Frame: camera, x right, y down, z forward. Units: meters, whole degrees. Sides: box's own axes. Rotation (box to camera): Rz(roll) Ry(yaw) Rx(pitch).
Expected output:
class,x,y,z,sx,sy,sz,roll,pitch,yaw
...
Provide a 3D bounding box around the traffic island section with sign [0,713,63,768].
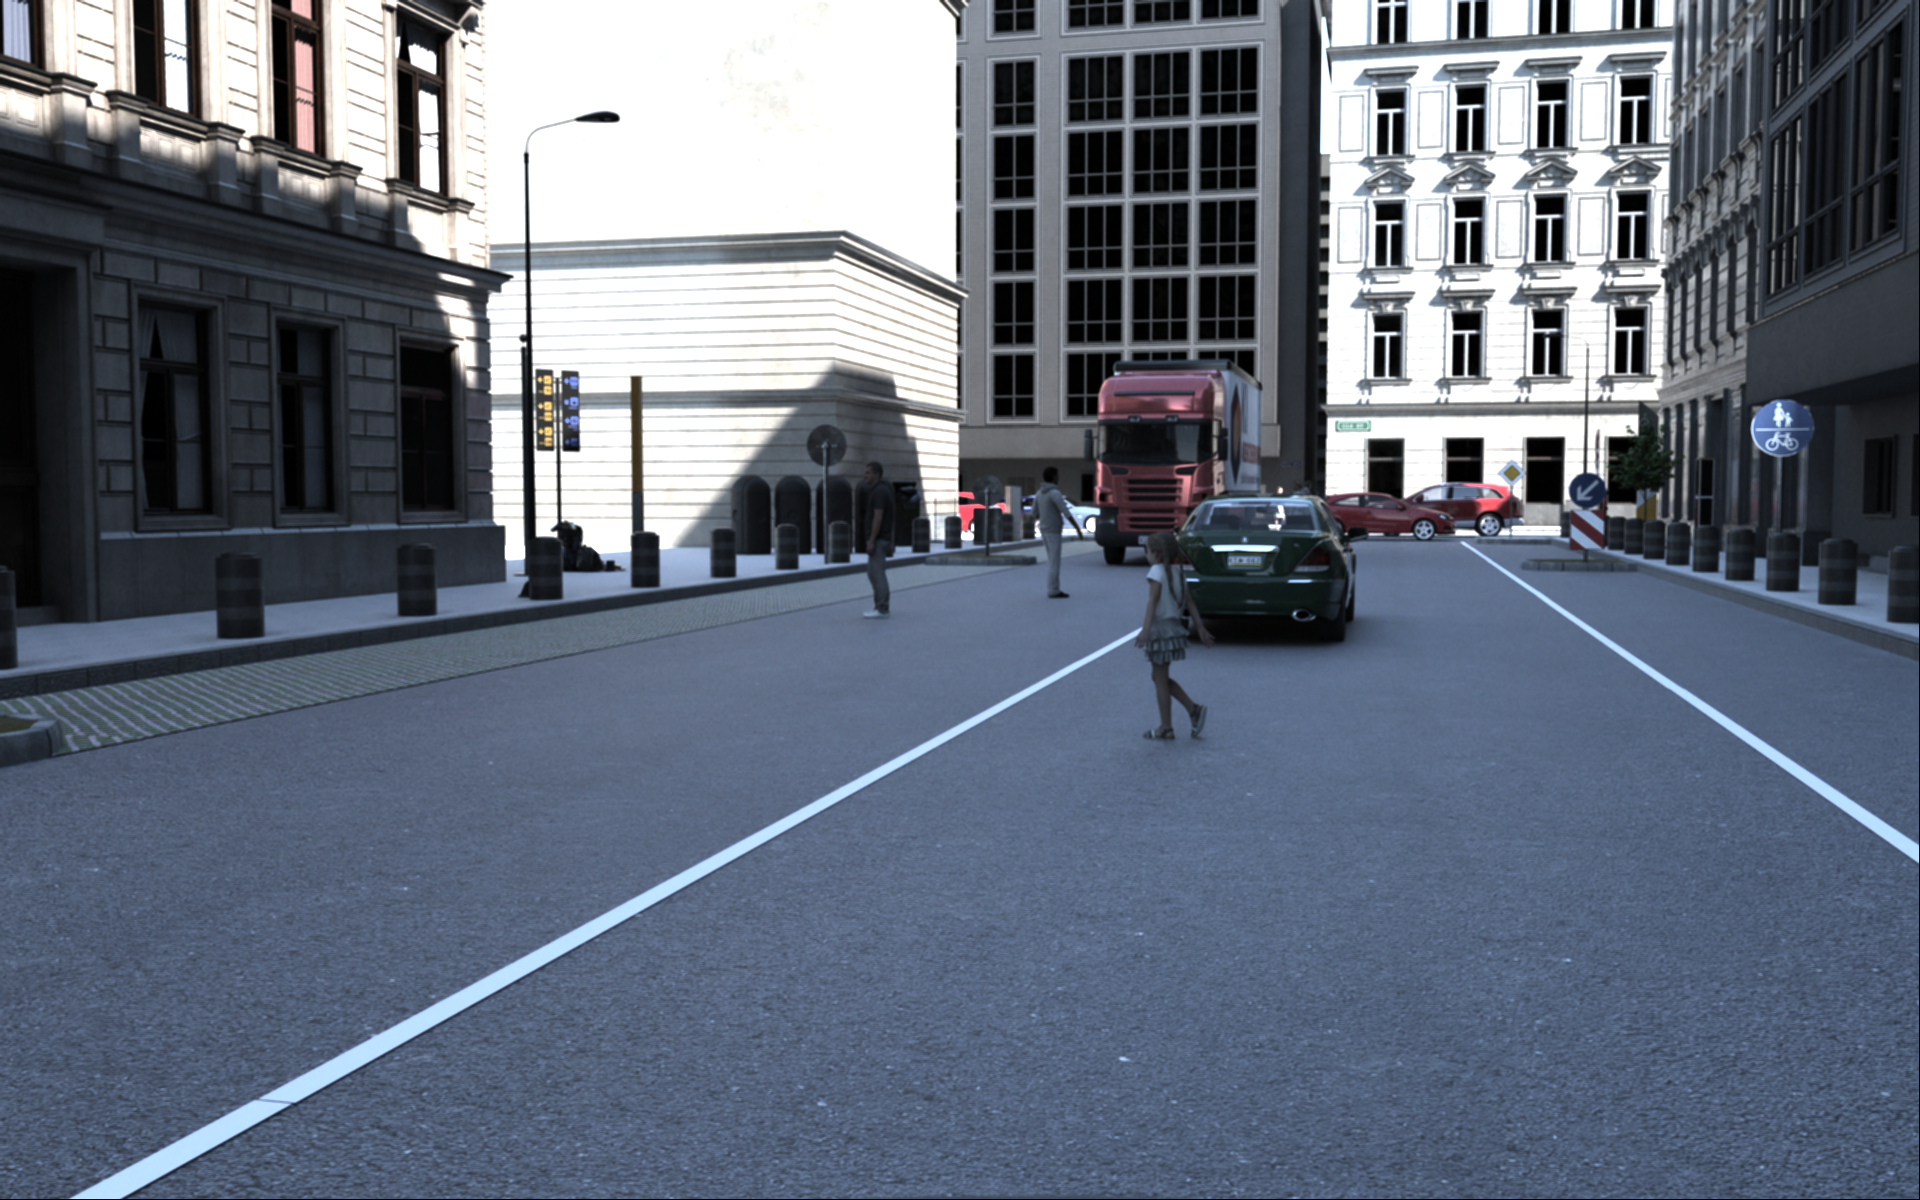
class,x,y,z,sx,sy,sz,roll,pitch,yaw
traffic island section with sign,-6.010,-0.032,9.152,1.989,1.847,2.006,1,4,14

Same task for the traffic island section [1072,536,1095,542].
class,x,y,z,sx,sy,sz,roll,pitch,yaw
traffic island section,4.679,-1.908,53.476,2.009,0.180,2.903,1,4,14

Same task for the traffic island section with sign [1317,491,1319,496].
class,x,y,z,sx,sy,sz,roll,pitch,yaw
traffic island section with sign,39.143,-11.116,190.367,1.989,1.847,2.006,1,4,14

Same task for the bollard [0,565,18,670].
class,x,y,z,sx,sy,sz,roll,pitch,yaw
bollard,-7.151,0.123,12.711,0.404,0.777,0.398,0,3,0

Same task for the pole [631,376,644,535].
class,x,y,z,sx,sy,sz,roll,pitch,yaw
pole,-5.581,-2.209,29.964,0.158,3.312,0.155,0,3,0

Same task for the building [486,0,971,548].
class,x,y,z,sx,sy,sz,roll,pitch,yaw
building,-17.673,-14.170,50.761,34.723,24.649,14.460,1,4,14

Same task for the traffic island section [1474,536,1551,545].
class,x,y,z,sx,sy,sz,roll,pitch,yaw
traffic island section,16.120,-1.734,50.631,2.009,0.180,2.903,1,4,14

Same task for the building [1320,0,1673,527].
class,x,y,z,sx,sy,sz,roll,pitch,yaw
building,37.359,-18.021,71.061,44.131,29.872,17.030,1,4,14

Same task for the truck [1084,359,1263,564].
class,x,y,z,sx,sy,sz,roll,pitch,yaw
truck,4.992,-3.033,38.505,2.839,4.237,11.283,1,4,15

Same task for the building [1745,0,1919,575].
class,x,y,z,sx,sy,sz,roll,pitch,yaw
building,17.766,-13.657,16.792,14.314,27.812,24.014,1,4,14

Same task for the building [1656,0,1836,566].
class,x,y,z,sx,sy,sz,roll,pitch,yaw
building,21.717,-11.536,37.762,9.793,20.994,18.267,1,4,14

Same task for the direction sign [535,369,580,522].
class,x,y,z,sx,sy,sz,roll,pitch,yaw
direction sign,-7.342,-2.427,31.684,0.876,3.537,0.379,-3,5,-43

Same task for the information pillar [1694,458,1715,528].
class,x,y,z,sx,sy,sz,roll,pitch,yaw
information pillar,15.160,-1.883,35.281,0.304,2.012,0.304,1,4,9

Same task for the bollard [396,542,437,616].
class,x,y,z,sx,sy,sz,roll,pitch,yaw
bollard,-5.748,-0.221,18.328,0.404,0.777,0.398,0,3,0

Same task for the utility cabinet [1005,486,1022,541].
class,x,y,z,sx,sy,sz,roll,pitch,yaw
utility cabinet,1.468,-2.369,47.408,0.318,1.500,1.173,0,4,-6

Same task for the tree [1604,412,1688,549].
class,x,y,z,sx,sy,sz,roll,pitch,yaw
tree,16.205,-2.837,40.988,1.663,3.219,1.824,0,3,0

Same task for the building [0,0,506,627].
class,x,y,z,sx,sy,sz,roll,pitch,yaw
building,-13.406,-9.328,17.138,10.561,19.102,19.286,1,4,14

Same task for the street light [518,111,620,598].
class,x,y,z,sx,sy,sz,roll,pitch,yaw
street light,-4.806,-2.982,21.300,1.470,5.913,1.316,1,4,14

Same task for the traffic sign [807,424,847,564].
class,x,y,z,sx,sy,sz,roll,pitch,yaw
traffic sign,-2.452,-1.934,31.733,0.768,2.556,0.104,1,4,15

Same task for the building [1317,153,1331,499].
class,x,y,z,sx,sy,sz,roll,pitch,yaw
building,46.350,-37.375,234.780,21.600,48.544,21.300,1,4,14

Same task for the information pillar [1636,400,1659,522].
class,x,y,z,sx,sy,sz,roll,pitch,yaw
information pillar,17.086,-3.164,43.087,0.504,3.616,0.183,1,4,21

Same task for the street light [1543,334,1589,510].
class,x,y,z,sx,sy,sz,roll,pitch,yaw
street light,17.553,-4.747,50.150,1.470,5.913,1.316,1,4,14

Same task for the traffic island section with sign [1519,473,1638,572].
class,x,y,z,sx,sy,sz,roll,pitch,yaw
traffic island section with sign,11.737,-1.488,32.964,1.989,1.847,2.006,1,4,14

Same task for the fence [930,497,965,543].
class,x,y,z,sx,sy,sz,roll,pitch,yaw
fence,-0.390,-2.173,46.725,0.480,1.192,2.264,1,4,15

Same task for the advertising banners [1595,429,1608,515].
class,x,y,z,sx,sy,sz,roll,pitch,yaw
advertising banners,17.046,-3.049,46.038,0.090,3.025,2.074,1,4,13

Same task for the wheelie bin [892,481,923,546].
class,x,y,z,sx,sy,sz,roll,pitch,yaw
wheelie bin,-1.342,-2.129,42.722,0.980,1.594,0.693,-2,4,-27

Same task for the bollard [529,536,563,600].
class,x,y,z,sx,sy,sz,roll,pitch,yaw
bollard,-5.052,-0.392,21.131,0.404,0.777,0.398,0,3,0

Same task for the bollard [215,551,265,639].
class,x,y,z,sx,sy,sz,roll,pitch,yaw
bollard,-6.450,-0.049,15.518,0.404,0.777,0.398,0,3,0

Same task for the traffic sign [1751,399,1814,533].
class,x,y,z,sx,sy,sz,roll,pitch,yaw
traffic sign,11.083,-1.425,23.403,0.768,2.556,0.104,1,4,19

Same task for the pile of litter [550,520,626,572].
class,x,y,z,sx,sy,sz,roll,pitch,yaw
pile of litter,-6.436,-0.917,28.963,1.719,0.858,1.176,2,4,31

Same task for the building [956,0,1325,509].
class,x,y,z,sx,sy,sz,roll,pitch,yaw
building,3.937,-17.437,78.604,24.014,27.812,14.314,1,4,14

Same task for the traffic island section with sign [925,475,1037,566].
class,x,y,z,sx,sy,sz,roll,pitch,yaw
traffic island section with sign,0.498,-1.632,35.313,1.989,1.847,2.006,1,4,14

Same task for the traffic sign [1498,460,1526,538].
class,x,y,z,sx,sy,sz,roll,pitch,yaw
traffic sign,16.095,-2.870,50.560,0.795,2.450,0.064,1,4,14
